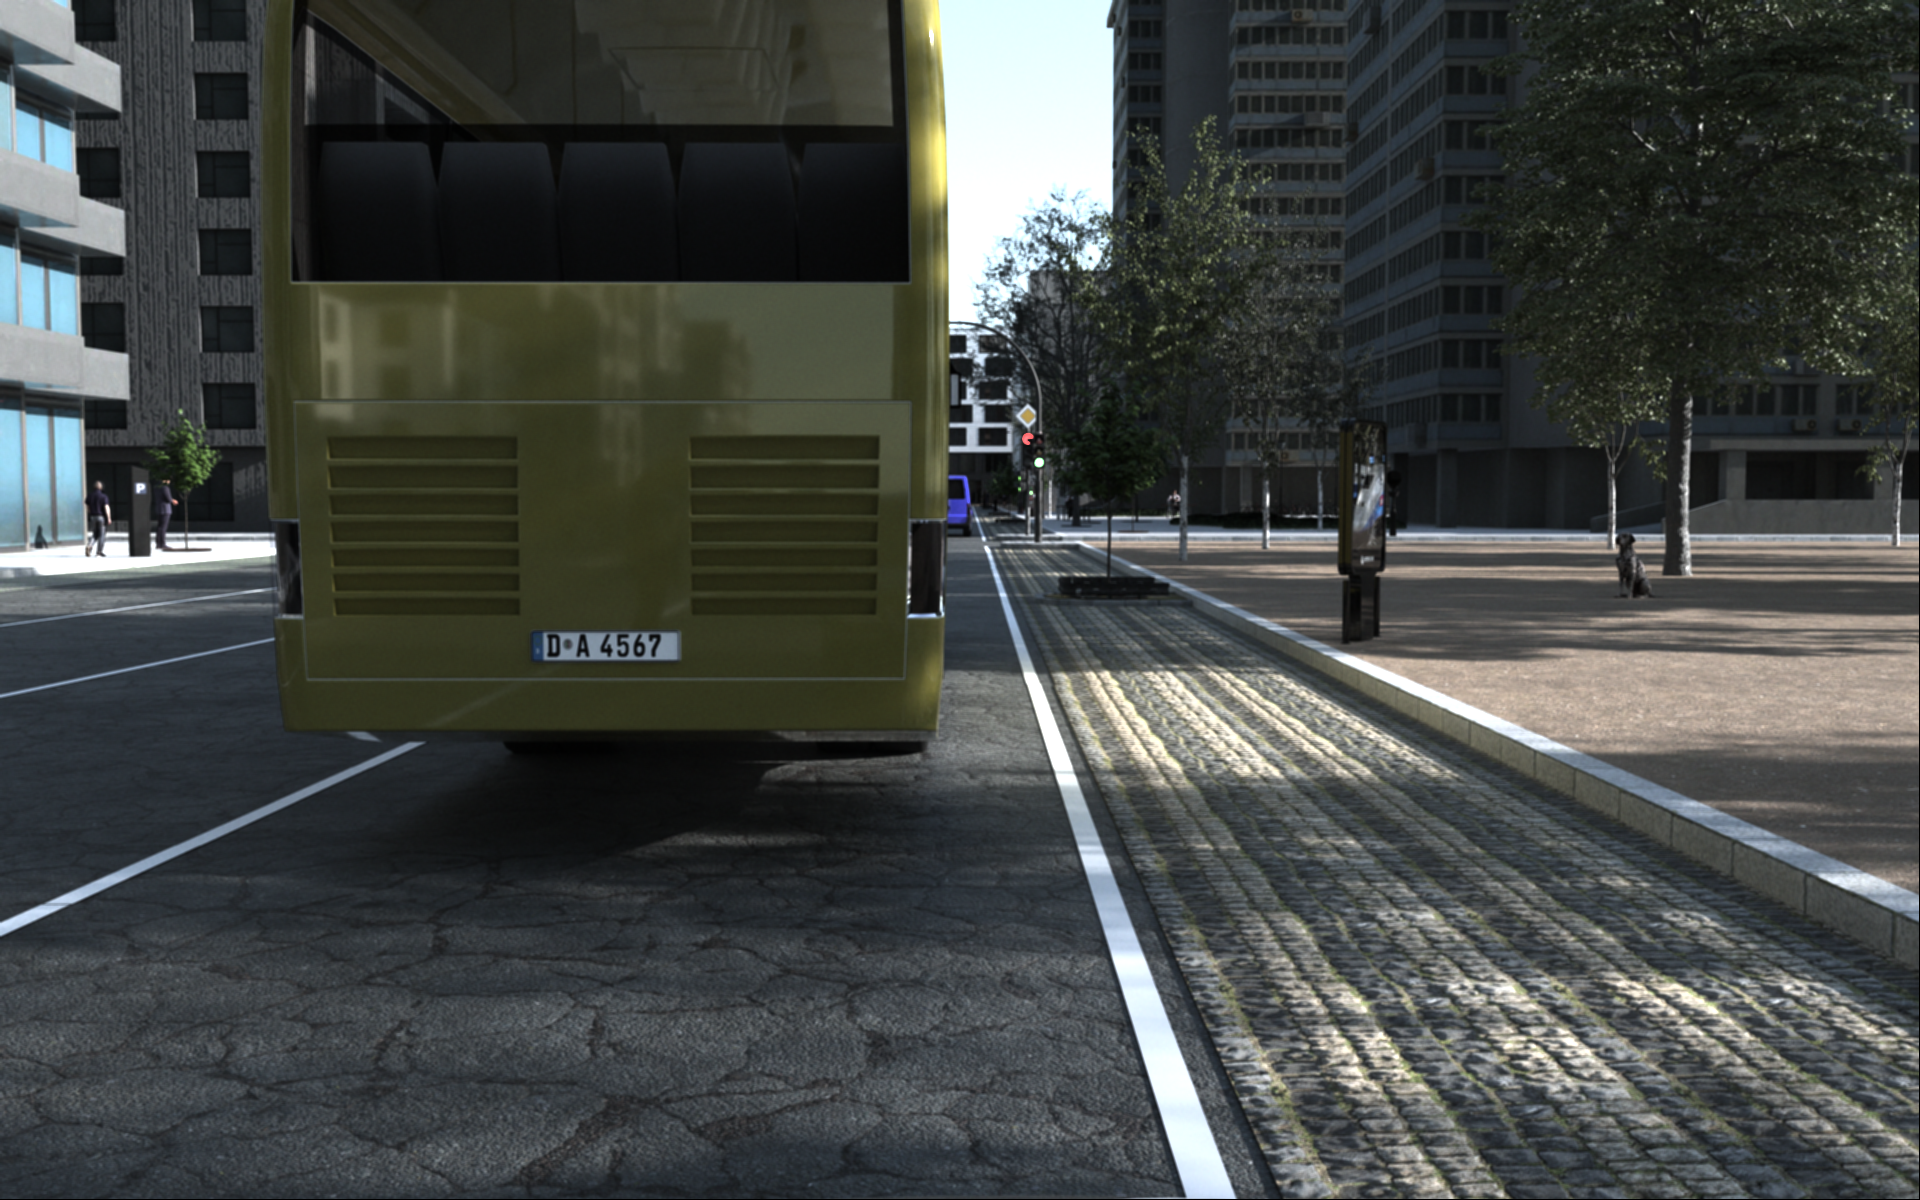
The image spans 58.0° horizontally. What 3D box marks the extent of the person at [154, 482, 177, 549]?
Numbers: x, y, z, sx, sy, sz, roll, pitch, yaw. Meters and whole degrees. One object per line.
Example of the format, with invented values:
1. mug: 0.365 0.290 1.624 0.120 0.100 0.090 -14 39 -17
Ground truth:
1. person: -18.536 -2.078 40.462 0.683 1.767 0.568 2 4 31

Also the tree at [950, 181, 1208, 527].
1. tree: 4.546 -9.638 67.956 12.009 13.543 11.850 0 3 0

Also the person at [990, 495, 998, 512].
1. person: 2.861 -8.133 141.479 0.705 1.823 1.348 2 4 28

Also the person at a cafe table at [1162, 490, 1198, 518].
1. person at a cafe table: 11.488 -5.102 91.925 1.698 1.524 1.622 -1 4 -17

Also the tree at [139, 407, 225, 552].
1. tree: -17.538 -2.707 38.855 1.663 3.219 1.824 0 3 0

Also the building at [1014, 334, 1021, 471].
1. building: 13.304 -18.983 166.799 16.016 20.091 11.380 0 4 0

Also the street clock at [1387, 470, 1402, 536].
1. street clock: 13.215 -2.951 52.822 0.471 2.002 0.358 1 4 10

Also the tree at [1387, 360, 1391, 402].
1. tree: 12.235 -6.602 58.302 4.360 8.622 3.978 0 3 0

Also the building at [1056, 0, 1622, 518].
1. building: 22.890 -25.875 114.943 32.217 40.220 23.993 0 4 0

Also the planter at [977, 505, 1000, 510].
1. planter: 2.603 -8.224 155.602 1.991 0.319 1.994 0 4 0

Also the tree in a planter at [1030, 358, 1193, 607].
1. tree in a planter: 1.973 -1.565 22.806 1.991 3.239 1.994 0 4 0

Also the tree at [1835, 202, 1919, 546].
1. tree: 23.427 -5.654 42.807 4.737 8.622 4.395 0 3 0

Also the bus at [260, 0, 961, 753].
1. bus: -1.369 -1.275 12.400 2.896 3.916 12.252 0 4 -1

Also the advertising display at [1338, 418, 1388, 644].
1. advertising display: 3.526 -0.608 15.157 0.123 1.923 0.974 2 4 31

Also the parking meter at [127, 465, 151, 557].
1. parking meter: -16.824 -1.823 35.518 0.399 1.863 0.255 -3 5 -45

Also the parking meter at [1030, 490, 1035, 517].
1. parking meter: 4.046 -5.386 96.467 0.372 1.533 0.369 0 3 0

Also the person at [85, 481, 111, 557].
1. person: -17.671 -1.658 35.357 0.569 1.553 0.471 3 5 43

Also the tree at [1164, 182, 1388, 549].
1. tree: 6.911 -5.492 40.149 4.360 8.622 3.978 0 3 0

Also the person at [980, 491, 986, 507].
1. person: 2.251 -9.463 163.936 0.721 1.735 1.217 2 4 35

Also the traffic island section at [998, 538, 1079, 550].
1. traffic island section: 2.084 -1.439 45.804 2.009 0.180 2.903 0 4 0

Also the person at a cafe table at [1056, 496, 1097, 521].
1. person at a cafe table: 5.512 -4.590 83.554 1.698 1.524 1.622 -1 4 -15

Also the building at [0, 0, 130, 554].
1. building: -34.342 -25.214 31.858 30.456 49.044 23.786 0 4 0

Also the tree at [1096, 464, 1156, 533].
1. tree: 5.634 -3.851 57.565 1.663 3.219 1.824 0 3 0

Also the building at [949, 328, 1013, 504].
1. building: -7.222 -23.415 226.815 32.646 21.610 27.936 0 4 0

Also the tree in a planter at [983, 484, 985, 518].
1. tree in a planter: 2.366 -6.617 105.417 1.991 3.239 1.994 0 4 0

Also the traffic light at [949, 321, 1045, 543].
1. traffic light: -0.048 -4.336 45.559 4.771 5.953 1.251 0 4 0

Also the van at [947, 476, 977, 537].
1. van: -0.547 -3.374 59.544 2.240 2.365 5.245 0 4 1

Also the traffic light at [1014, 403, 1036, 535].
1. traffic light: 2.083 -3.961 53.675 0.839 4.253 0.868 0 4 0

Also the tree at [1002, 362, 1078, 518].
1. tree: 4.604 -8.753 93.469 4.360 8.622 3.978 0 3 0

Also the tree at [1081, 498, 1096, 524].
1. tree: 5.650 -4.978 75.991 1.663 3.219 1.824 0 3 0

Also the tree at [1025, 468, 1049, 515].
1. tree: 4.797 -6.754 105.034 1.663 3.219 1.824 0 3 0

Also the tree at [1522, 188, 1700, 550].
1. tree: 14.925 -5.453 39.521 4.737 8.622 4.395 0 3 0

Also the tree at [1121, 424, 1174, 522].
1. tree: 8.079 -5.851 79.375 4.285 4.588 4.351 0 3 0

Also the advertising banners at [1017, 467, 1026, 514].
1. advertising banners: 3.955 -6.982 110.343 0.090 3.025 2.074 -1 4 -13

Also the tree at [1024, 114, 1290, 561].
1. tree: 4.073 -5.067 33.215 4.737 8.622 4.395 0 3 0

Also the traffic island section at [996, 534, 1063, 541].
1. traffic island section: 2.123 -1.927 53.789 2.009 0.180 2.903 0 4 0

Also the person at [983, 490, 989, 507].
1. person: 2.415 -9.201 159.378 0.568 1.767 0.683 -1 4 -15

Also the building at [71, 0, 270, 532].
1. building: -26.289 -17.841 63.403 14.160 30.474 14.107 0 4 0

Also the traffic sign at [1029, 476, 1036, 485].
1. traffic sign: 4.038 -5.799 96.937 0.606 2.300 0.079 0 4 6

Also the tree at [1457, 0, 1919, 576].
1. tree: 11.464 -6.632 26.564 7.486 12.596 7.792 0 3 0

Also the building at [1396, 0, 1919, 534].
1. building: 29.342 -23.115 69.820 23.993 40.220 32.217 0 4 0

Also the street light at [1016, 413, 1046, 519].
1. street light: 3.759 -7.162 89.642 1.470 5.913 1.316 0 4 0

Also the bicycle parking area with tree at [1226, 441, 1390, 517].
1. bicycle parking area with tree: 19.365 -6.635 95.476 8.231 4.147 9.016 -2 4 -30

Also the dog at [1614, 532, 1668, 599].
1. dog: 8.433 -0.428 21.378 0.800 0.831 0.513 0 4 5

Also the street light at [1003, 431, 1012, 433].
1. street light: 3.927 -9.543 128.575 1.470 5.913 1.316 0 4 0

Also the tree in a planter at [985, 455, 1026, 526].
1. tree in a planter: 2.238 -4.962 78.358 1.991 3.239 1.994 0 4 0

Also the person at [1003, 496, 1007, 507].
1. person: 4.358 -9.782 169.217 0.421 1.427 0.697 1 4 10

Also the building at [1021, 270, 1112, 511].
1. building: 13.964 -17.062 145.423 16.747 18.905 31.486 0 4 0

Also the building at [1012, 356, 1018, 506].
1. building: 14.445 -19.680 188.224 16.747 18.905 31.486 0 4 0
